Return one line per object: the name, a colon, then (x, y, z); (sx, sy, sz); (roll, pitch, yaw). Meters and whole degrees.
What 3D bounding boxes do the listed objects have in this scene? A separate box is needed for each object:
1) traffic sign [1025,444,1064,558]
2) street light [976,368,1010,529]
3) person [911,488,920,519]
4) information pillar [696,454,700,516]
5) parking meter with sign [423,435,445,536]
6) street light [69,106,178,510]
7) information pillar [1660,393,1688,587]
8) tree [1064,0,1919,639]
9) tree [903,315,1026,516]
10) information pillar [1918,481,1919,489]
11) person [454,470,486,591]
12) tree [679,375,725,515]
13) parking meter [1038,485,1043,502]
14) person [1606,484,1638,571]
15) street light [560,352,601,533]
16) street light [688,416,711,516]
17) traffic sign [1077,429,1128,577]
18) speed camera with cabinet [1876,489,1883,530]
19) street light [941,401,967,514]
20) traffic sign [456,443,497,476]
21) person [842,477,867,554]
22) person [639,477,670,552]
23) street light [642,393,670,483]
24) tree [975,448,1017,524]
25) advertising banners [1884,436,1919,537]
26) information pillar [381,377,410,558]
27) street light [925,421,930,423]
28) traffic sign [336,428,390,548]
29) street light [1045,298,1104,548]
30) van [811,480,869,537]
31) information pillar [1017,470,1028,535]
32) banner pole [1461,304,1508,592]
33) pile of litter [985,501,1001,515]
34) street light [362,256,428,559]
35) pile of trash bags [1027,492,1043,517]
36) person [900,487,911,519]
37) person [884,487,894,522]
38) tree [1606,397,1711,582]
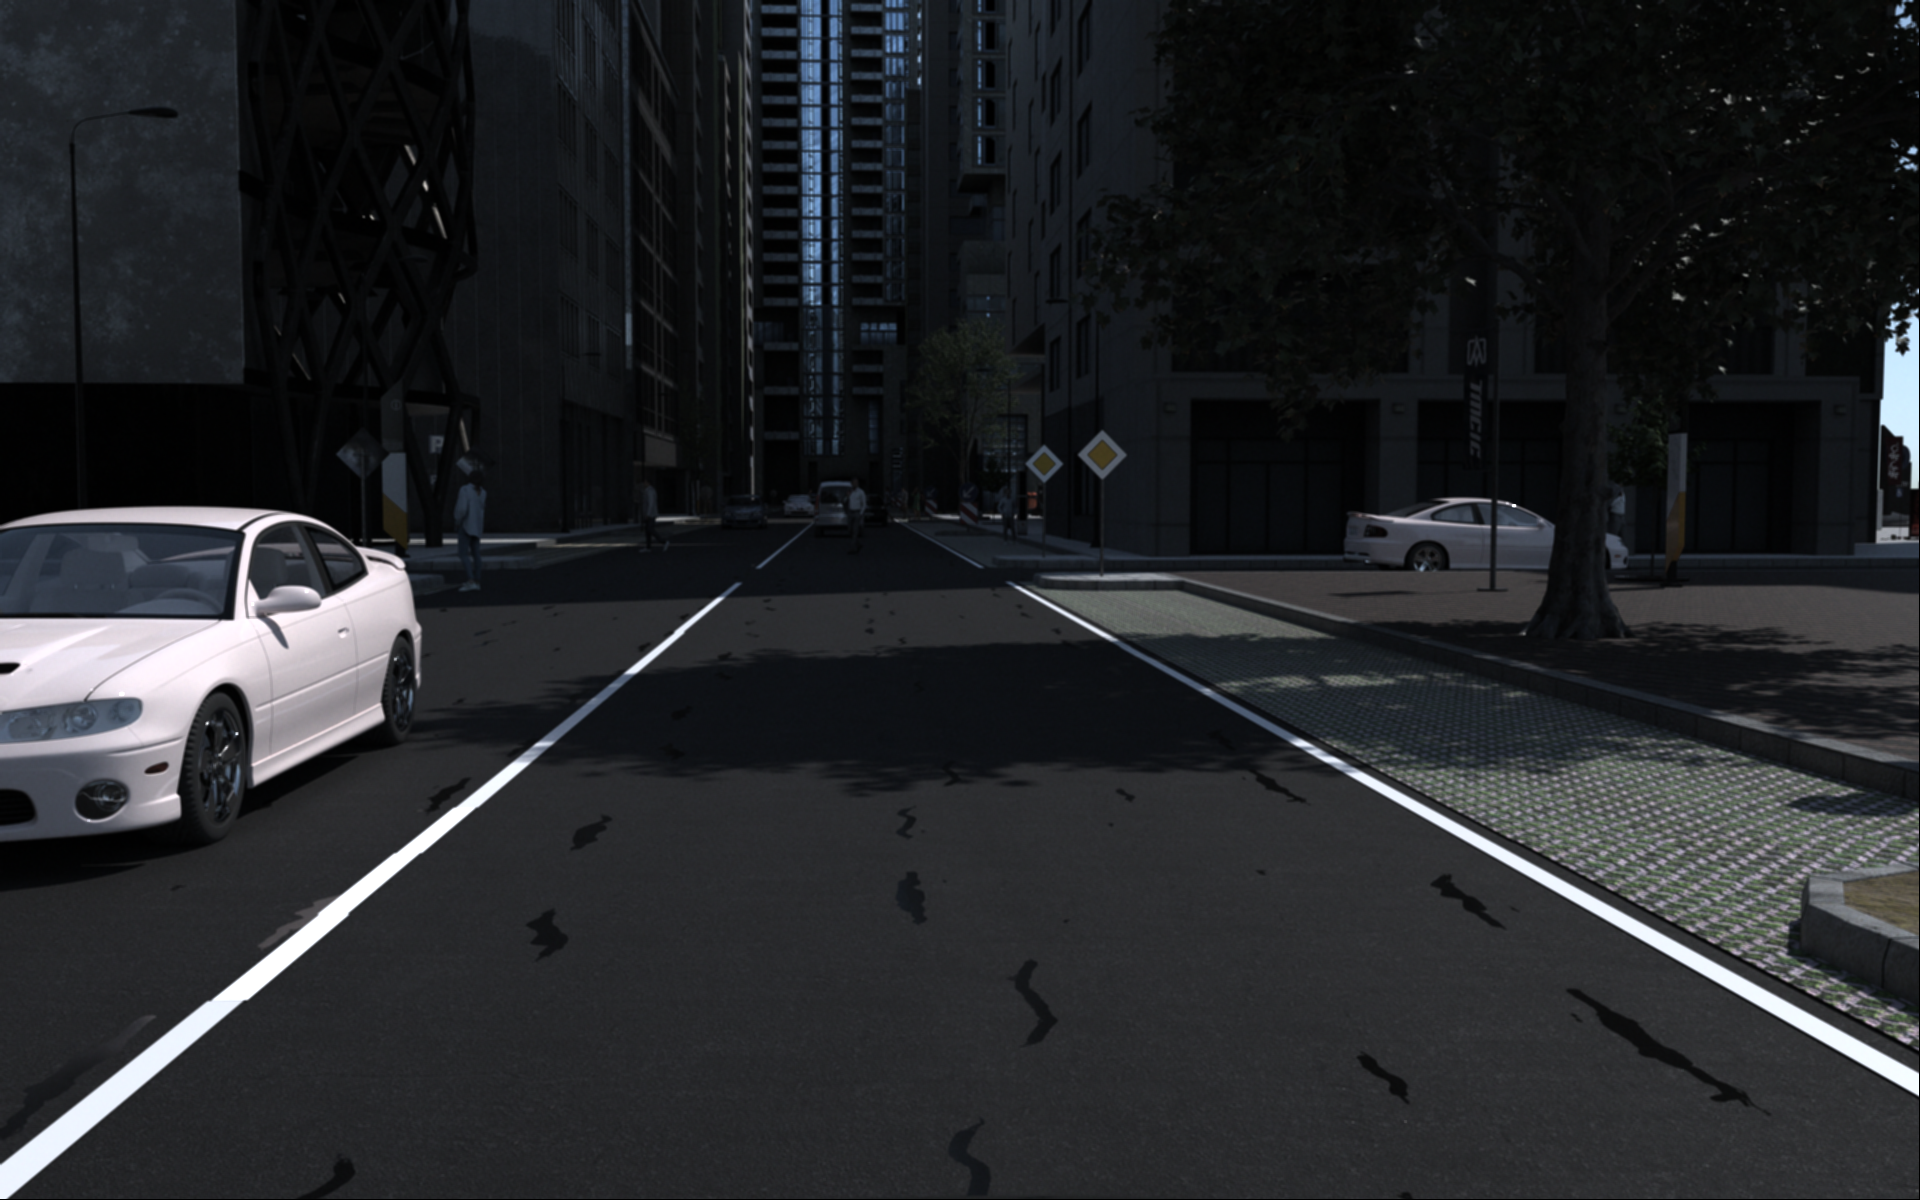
traffic sign: (1.689, -1.909, 34.859); (0.795, 2.450, 0.064); (0, 4, -4)
street light: (1.277, -5.599, 64.084); (1.470, 5.913, 1.316); (0, 4, -4)
person: (-2.389, -5.338, 96.021); (0.529, 1.795, 0.600); (-2, 4, -34)
information pillar: (-15.320, -6.725, 101.301); (0.183, 3.616, 0.504); (0, 4, -4)
parking meter with sign: (-15.833, -3.412, 52.049); (0.543, 3.016, 1.738); (-2, 4, -27)
street light: (-10.071, -2.956, 20.878); (1.470, 5.913, 1.316); (0, 4, -4)
information pillar: (9.858, -1.985, 23.816); (0.183, 3.616, 0.504); (0, 4, 3)
tree: (5.741, -6.016, 15.373); (9.611, 12.733, 9.660); (0, 3, 0)
tree: (0.164, -10.693, 100.586); (9.928, 11.665, 9.643); (0, 3, 0)
information pillar: (55.753, -5.868, 100.441); (0.304, 2.012, 0.304); (2, 4, 24)
person: (-7.270, -1.040, 25.774); (0.793, 1.790, 0.793); (0, 4, -8)
tree: (-16.391, -9.544, 106.407); (4.737, 8.622, 4.395); (0, 3, 0)
parking meter: (5.068, -6.227, 107.524); (0.399, 1.863, 0.255); (1, 4, 16)
person: (12.065, -1.427, 31.930); (0.850, 1.850, 0.679); (2, 4, 34)
street light: (-12.424, -5.149, 56.724); (1.470, 5.913, 1.316); (0, 4, -4)
street light: (-15.397, -7.950, 102.530); (1.470, 5.913, 1.316); (0, 4, -4)
traffic sign: (2.202, -1.422, 26.891); (0.795, 2.450, 0.064); (0, 4, -4)
speed camera with cabinet: (31.741, -4.076, 60.973); (2.038, 3.252, 0.660); (-3, 4, -36)
street light: (-0.222, -6.996, 86.919); (1.470, 5.913, 1.316); (0, 4, -4)
traffic sign: (-9.533, -1.867, 34.161); (0.795, 2.450, 0.064); (0, 4, -4)
person: (-2.549, -2.016, 41.556); (0.679, 1.850, 0.850); (2, 4, 25)
person: (-7.539, -2.099, 42.662); (0.795, 1.843, 0.661); (0, 4, -1)
street light: (-14.040, -6.553, 79.686); (1.470, 5.913, 1.316); (0, 4, -4)
tree: (1.338, -4.854, 73.968); (1.663, 3.219, 1.824); (0, 3, 0)
advertising banners: (28.789, -3.409, 51.918); (0.090, 3.025, 2.074); (-3, 5, -45)
information pillar: (-11.360, -2.658, 34.807); (0.504, 3.616, 0.183); (0, 4, 6)
street light: (-1.532, -8.402, 109.918); (1.470, 5.913, 1.316); (0, 4, -4)
traffic sign: (-9.021, -1.379, 26.192); (0.795, 2.450, 0.064); (0, 4, -4)
street light: (2.723, -4.202, 41.246); (1.470, 5.913, 1.316); (0, 4, -4)
van: (-4.101, -3.178, 58.967); (2.013, 2.044, 4.112); (0, 4, -3)
information pillar: (1.932, -3.023, 53.916); (0.304, 2.012, 0.304); (0, 4, -6)
banner pole: (6.975, -2.023, 23.085); (0.401, 3.779, 0.863); (-2, 4, -24)
pile of litter: (2.081, -5.796, 108.722); (1.176, 0.858, 1.719); (1, 4, 16)
street light: (-11.065, -3.752, 33.880); (1.470, 5.913, 1.316); (0, 4, -4)
pile of trash bags: (4.975, -5.606, 101.402); (1.912, 1.369, 3.447); (2, 4, 31)
person: (-3.179, -5.499, 98.530); (0.853, 1.813, 0.709); (-3, 4, -38)
person: (-3.604, -4.826, 87.498); (0.778, 1.811, 0.616); (3, 4, 38)
tree: (10.419, -1.903, 25.711); (1.663, 3.219, 1.824); (0, 3, 0)
